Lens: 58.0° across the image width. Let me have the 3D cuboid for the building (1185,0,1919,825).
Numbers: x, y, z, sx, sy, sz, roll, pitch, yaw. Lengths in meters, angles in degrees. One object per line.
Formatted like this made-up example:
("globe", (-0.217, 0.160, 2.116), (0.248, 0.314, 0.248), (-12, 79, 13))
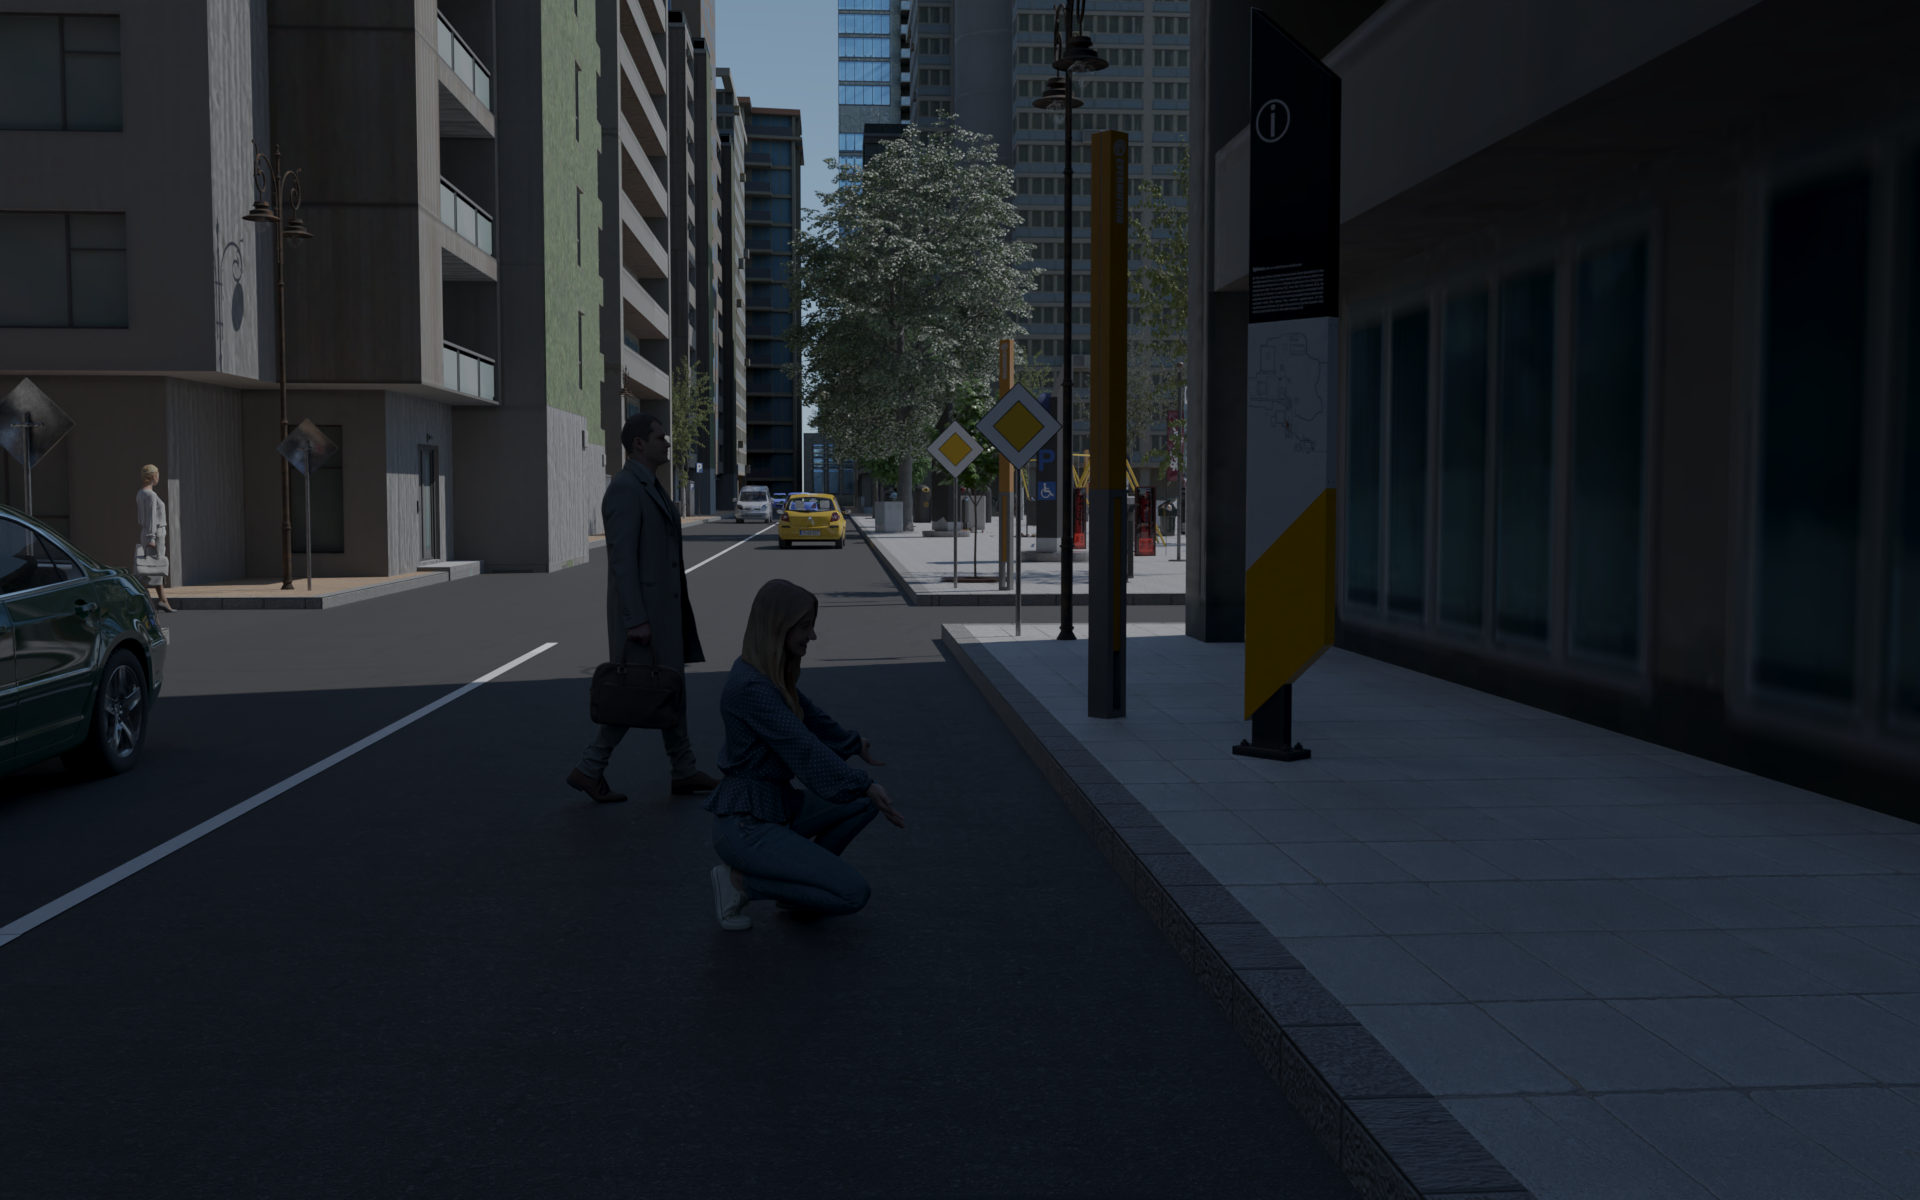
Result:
("building", (13.444, -23.298, 4.625), (21.300, 48.544, 21.600), (0, 4, -4))

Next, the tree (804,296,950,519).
("tree", (-4.290, -10.034, 89.809), (9.928, 11.665, 9.643), (0, 3, 0))

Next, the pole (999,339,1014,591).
("pole", (0.615, -1.783, 22.996), (0.158, 3.312, 0.155), (0, 3, 0))

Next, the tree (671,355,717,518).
("tree", (-14.751, -8.597, 90.926), (4.737, 8.622, 4.395), (0, 3, 0))

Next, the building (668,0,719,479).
("building", (-23.961, -28.603, 117.776), (14.600, 45.320, 14.200), (0, 4, -4))

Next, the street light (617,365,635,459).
("street light", (-11.974, -5.471, 62.245), (0.468, 5.910, 1.993), (0, 4, -4))

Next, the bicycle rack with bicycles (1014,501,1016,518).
("bicycle rack with bicycles", (3.381, -4.834, 92.415), (2.852, 0.926, 2.925), (2, 4, 30))

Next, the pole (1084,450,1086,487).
("pole", (5.815, -5.260, 79.844), (0.158, 3.312, 0.155), (0, 3, 0))

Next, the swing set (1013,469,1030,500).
("swing set", (3.633, -4.916, 77.999), (3.119, 2.851, 2.862), (3, 4, 37))

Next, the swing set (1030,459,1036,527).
("swing set", (4.898, -4.342, 68.608), (2.862, 2.851, 3.119), (2, 4, 31))

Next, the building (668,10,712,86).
("building", (-22.357, -20.335, 104.182), (14.160, 30.474, 14.107), (0, 4, -4))

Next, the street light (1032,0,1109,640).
("street light", (0.940, -2.587, 15.090), (0.468, 5.910, 1.993), (0, 4, -4))

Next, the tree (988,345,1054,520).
("tree", (2.838, -8.219, 84.737), (4.737, 8.622, 4.395), (0, 3, 0))

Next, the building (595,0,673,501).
("building", (-24.405, -27.607, 75.073), (21.300, 48.544, 21.600), (0, 4, -4))

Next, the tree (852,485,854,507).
("tree", (-10.378, -11.095, 176.003), (1.663, 3.219, 1.824), (0, 3, 0))

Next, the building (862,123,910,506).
("building", (-0.783, -22.443, 138.636), (14.160, 30.474, 14.107), (0, 4, -4))

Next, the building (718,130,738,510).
("building", (-24.578, -22.063, 132.434), (14.160, 30.474, 14.107), (0, 4, -4))

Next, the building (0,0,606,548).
("building", (-18.442, -22.402, 49.870), (14.154, 41.232, 14.086), (0, 4, -4))

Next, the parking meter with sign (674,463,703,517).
("parking meter with sign", (-15.310, -6.183, 97.360), (1.738, 3.016, 0.543), (2, 4, 32))

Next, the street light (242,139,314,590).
("street light", (-9.032, -3.076, 23.085), (0.468, 5.910, 1.993), (0, 4, -4))

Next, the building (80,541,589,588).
("building", (-14.354, -21.069, 28.067), (14.154, 41.232, 14.086), (0, 4, -4))

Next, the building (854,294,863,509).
("building", (4.135, -19.312, 160.793), (27.650, 21.520, 28.899), (0, 4, -4))

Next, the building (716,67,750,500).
("building", (-31.261, -28.364, 155.632), (23.993, 40.220, 32.217), (0, 4, -4))

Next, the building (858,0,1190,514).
("building", (9.119, -26.185, 120.001), (32.217, 40.220, 23.993), (0, 4, -4))

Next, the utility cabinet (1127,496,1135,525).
("utility cabinet", (4.352, -2.149, 46.296), (1.020, 1.237, 0.306), (-2, 4, -24))

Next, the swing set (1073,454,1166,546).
("swing set", (3.714, -2.821, 43.751), (2.862, 2.851, 3.119), (0, 4, 3))

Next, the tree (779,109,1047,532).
("tree", (-1.961, -9.304, 58.782), (9.857, 13.997, 8.962), (0, 3, 0))

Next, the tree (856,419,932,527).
("tree", (-2.335, -5.140, 67.757), (4.285, 4.588, 4.351), (0, 3, 0))

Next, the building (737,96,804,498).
("building", (-31.626, -32.771, 190.431), (28.867, 44.769, 22.147), (0, 4, -4))

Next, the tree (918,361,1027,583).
("tree", (0.117, -1.886, 25.437), (1.663, 3.219, 1.824), (0, 3, 0))

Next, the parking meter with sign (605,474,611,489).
("parking meter with sign", (-13.192, -4.137, 63.907), (0.543, 3.016, 1.738), (1, 4, 19))

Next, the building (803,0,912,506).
("building", (-1.822, -53.783, 192.015), (31.000, 86.520, 22.319), (0, 4, -4))

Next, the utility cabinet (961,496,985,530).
("utility cabinet", (0.392, -3.118, 62.144), (1.020, 1.237, 0.306), (0, 4, 7))

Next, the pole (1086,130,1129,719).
("pole", (0.846, -0.980, 9.872), (0.158, 3.312, 0.155), (0, 3, 0))

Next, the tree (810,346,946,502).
("tree", (-4.485, -10.106, 99.649), (8.767, 10.594, 7.601), (-2, 4, -24))
